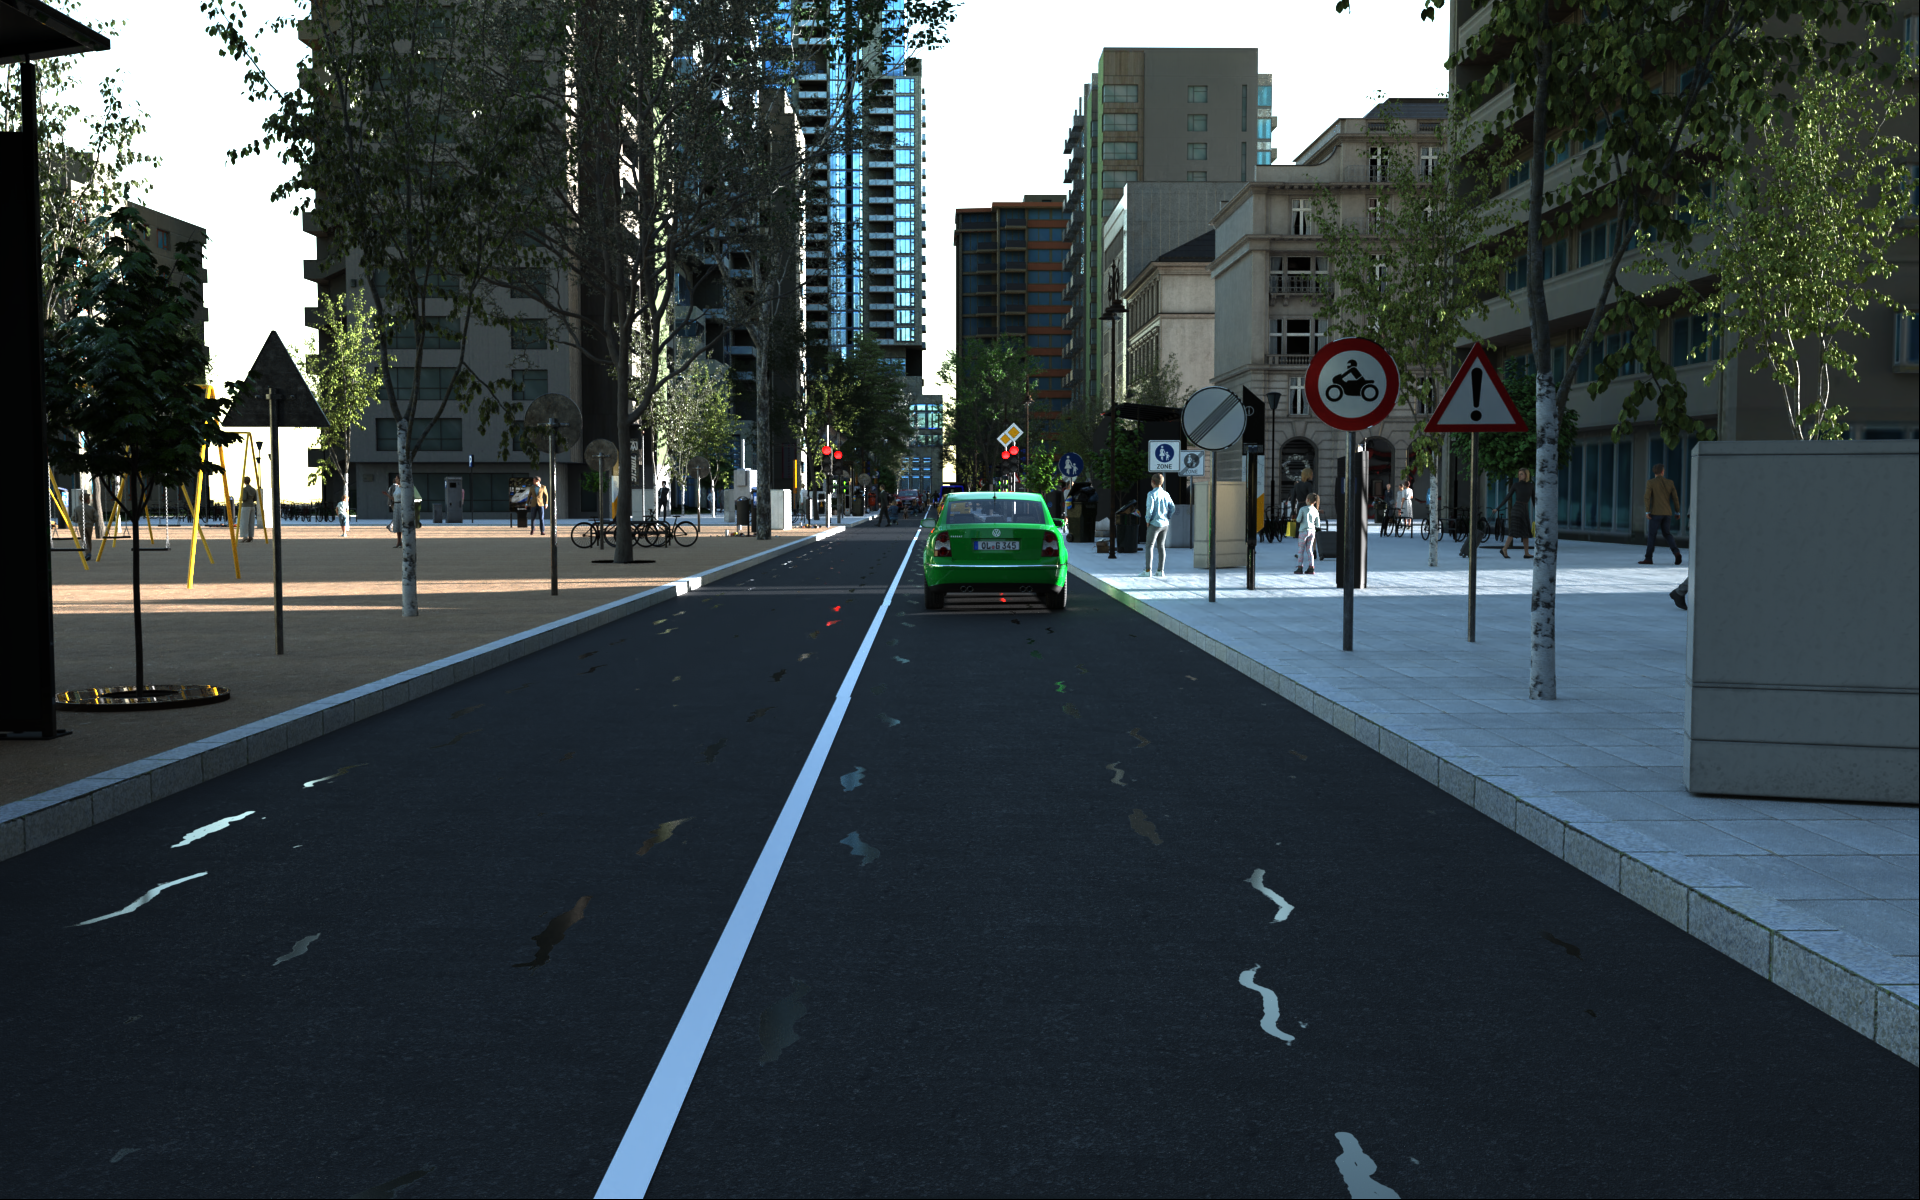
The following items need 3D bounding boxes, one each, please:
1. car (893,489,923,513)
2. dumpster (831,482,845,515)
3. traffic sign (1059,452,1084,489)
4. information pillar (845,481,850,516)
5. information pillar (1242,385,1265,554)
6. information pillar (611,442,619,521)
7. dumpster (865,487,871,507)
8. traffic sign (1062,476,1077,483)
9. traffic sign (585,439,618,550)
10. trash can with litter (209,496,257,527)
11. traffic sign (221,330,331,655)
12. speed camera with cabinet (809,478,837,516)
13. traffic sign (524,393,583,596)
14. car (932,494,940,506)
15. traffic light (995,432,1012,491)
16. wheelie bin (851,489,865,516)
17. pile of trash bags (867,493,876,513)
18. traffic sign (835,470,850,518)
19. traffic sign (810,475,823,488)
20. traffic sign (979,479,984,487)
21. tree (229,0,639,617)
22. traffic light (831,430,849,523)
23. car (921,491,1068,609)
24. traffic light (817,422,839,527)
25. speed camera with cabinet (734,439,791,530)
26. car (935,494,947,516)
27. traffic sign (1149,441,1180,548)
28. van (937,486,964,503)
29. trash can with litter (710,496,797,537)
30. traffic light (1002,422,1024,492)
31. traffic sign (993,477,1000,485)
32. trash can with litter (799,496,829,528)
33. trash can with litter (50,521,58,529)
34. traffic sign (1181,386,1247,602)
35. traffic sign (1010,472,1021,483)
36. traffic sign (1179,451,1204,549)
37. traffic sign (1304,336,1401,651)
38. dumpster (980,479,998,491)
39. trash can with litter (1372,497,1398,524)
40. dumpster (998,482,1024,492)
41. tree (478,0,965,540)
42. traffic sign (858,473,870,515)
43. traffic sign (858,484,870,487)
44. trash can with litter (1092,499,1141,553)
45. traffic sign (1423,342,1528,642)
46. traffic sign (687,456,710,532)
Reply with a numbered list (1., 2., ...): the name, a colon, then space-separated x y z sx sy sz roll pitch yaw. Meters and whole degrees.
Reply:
1. car: -3.961 -7.634 133.495 2.281 1.827 5.304 0 4 1
2. dumpster: -7.419 -6.255 104.763 1.502 2.255 1.985 0 4 -1
3. traffic sign: 3.401 -3.239 53.067 0.768 2.556 0.104 0 4 3
4. information pillar: -6.486 -5.833 99.866 0.304 2.012 0.304 0 4 -1
5. information pillar: 6.274 -2.800 37.141 0.504 3.616 0.183 1 4 14
6. information pillar: -15.606 -5.322 78.374 0.183 3.616 0.504 1 4 20
7. dumpster: -7.282 -8.138 138.822 1.264 1.857 1.865 0 4 -1
8. traffic sign: 5.117 -4.965 81.278 0.768 2.556 0.104 0 4 -1
9. traffic sign: -8.275 -2.437 39.957 0.768 2.556 0.104 0 4 1
10. trash can with litter: -28.335 -3.434 67.198 1.678 1.210 2.233 -3 5 -44
11. traffic sign: -5.445 -0.843 13.783 0.884 2.594 0.081 0 4 3
12. speed camera with cabinet: -7.952 -6.500 100.612 0.660 3.252 2.038 2 4 30
13. traffic sign: -5.134 -1.330 21.852 0.768 2.556 0.104 0 4 8
14. car: -2.467 -12.433 212.866 1.945 1.707 3.694 0 4 -2
15. traffic light: 1.972 -5.320 75.905 0.839 4.253 0.868 0 4 -1
16. wheelie bin: -5.851 -5.617 99.747 0.693 1.594 0.980 1 4 10
17. pile of trash bags: -7.235 -6.621 118.013 3.447 1.369 1.912 -2 4 -34
18. traffic sign: -6.208 -5.585 91.419 0.768 2.556 0.104 0 4 5
19. traffic sign: -9.453 -6.972 113.998 0.884 2.594 0.081 0 4 6
20. traffic sign: 1.895 -8.378 137.079 0.768 2.556 0.104 0 4 1
21. tree: -5.648 -4.122 17.751 4.360 8.622 3.978 0 3 0
22. traffic light: -5.288 -5.313 75.788 0.839 4.253 0.868 0 4 -1
23. car: 0.441 -0.867 22.967 1.959 1.807 4.718 0 3 0
24. traffic light: -5.176 -4.825 67.804 0.839 4.253 0.868 0 4 -1
25. speed camera with cabinet: -7.130 -4.170 62.511 2.038 3.252 0.660 1 4 21
26. car: -0.348 -5.142 94.293 2.015 1.641 3.980 0 4 -3
27. traffic sign: 3.885 -1.887 32.976 0.606 2.300 0.079 0 4 1
28. van: -0.595 -7.493 126.895 2.240 2.365 5.245 0 4 -1
29. trash can with litter: -6.347 -2.507 52.053 2.233 1.210 1.678 3 5 42
30. traffic light: 2.084 -4.832 67.921 0.839 4.253 0.868 0 4 -1
31. traffic sign: 2.642 -7.952 130.118 0.768 2.556 0.104 0 4 2
32. trash can with litter: -5.810 -3.336 65.596 1.678 1.210 2.233 0 4 -6
33. trash can with litter: -34.158 -3.248 64.487 1.055 1.170 0.624 0 4 -7
34. traffic sign: 3.001 -1.249 20.532 0.768 2.556 0.104 0 4 6
35. traffic sign: 2.467 -5.042 82.439 0.884 2.594 0.081 0 4 3
36. traffic sign: 5.418 -2.351 40.571 0.606 2.300 0.079 0 4 7
37. traffic sign: 3.180 -0.857 14.121 0.768 2.556 0.104 0 4 7
38. dumpster: 2.036 -6.980 116.614 1.502 2.255 1.985 0 4 -1
39. trash can with litter: 18.509 -3.916 75.413 1.055 1.170 0.624 0 4 -4
40. dumpster: 2.416 -4.549 80.133 1.264 1.857 1.865 0 4 -1
41. tree: -7.003 -11.769 48.306 12.611 20.169 13.585 0 3 0
42. traffic sign: -5.903 -6.515 106.631 0.768 2.556 0.104 0 4 3
43. traffic sign: -6.971 -7.705 125.981 0.884 2.594 0.081 0 4 1
44. trash can with litter: 3.401 -1.609 37.687 1.055 1.170 0.624 0 4 4
45. traffic sign: 4.439 -0.915 14.962 0.884 2.594 0.081 0 4 4
46. traffic sign: -8.824 -3.570 58.474 0.768 2.556 0.104 0 4 0
